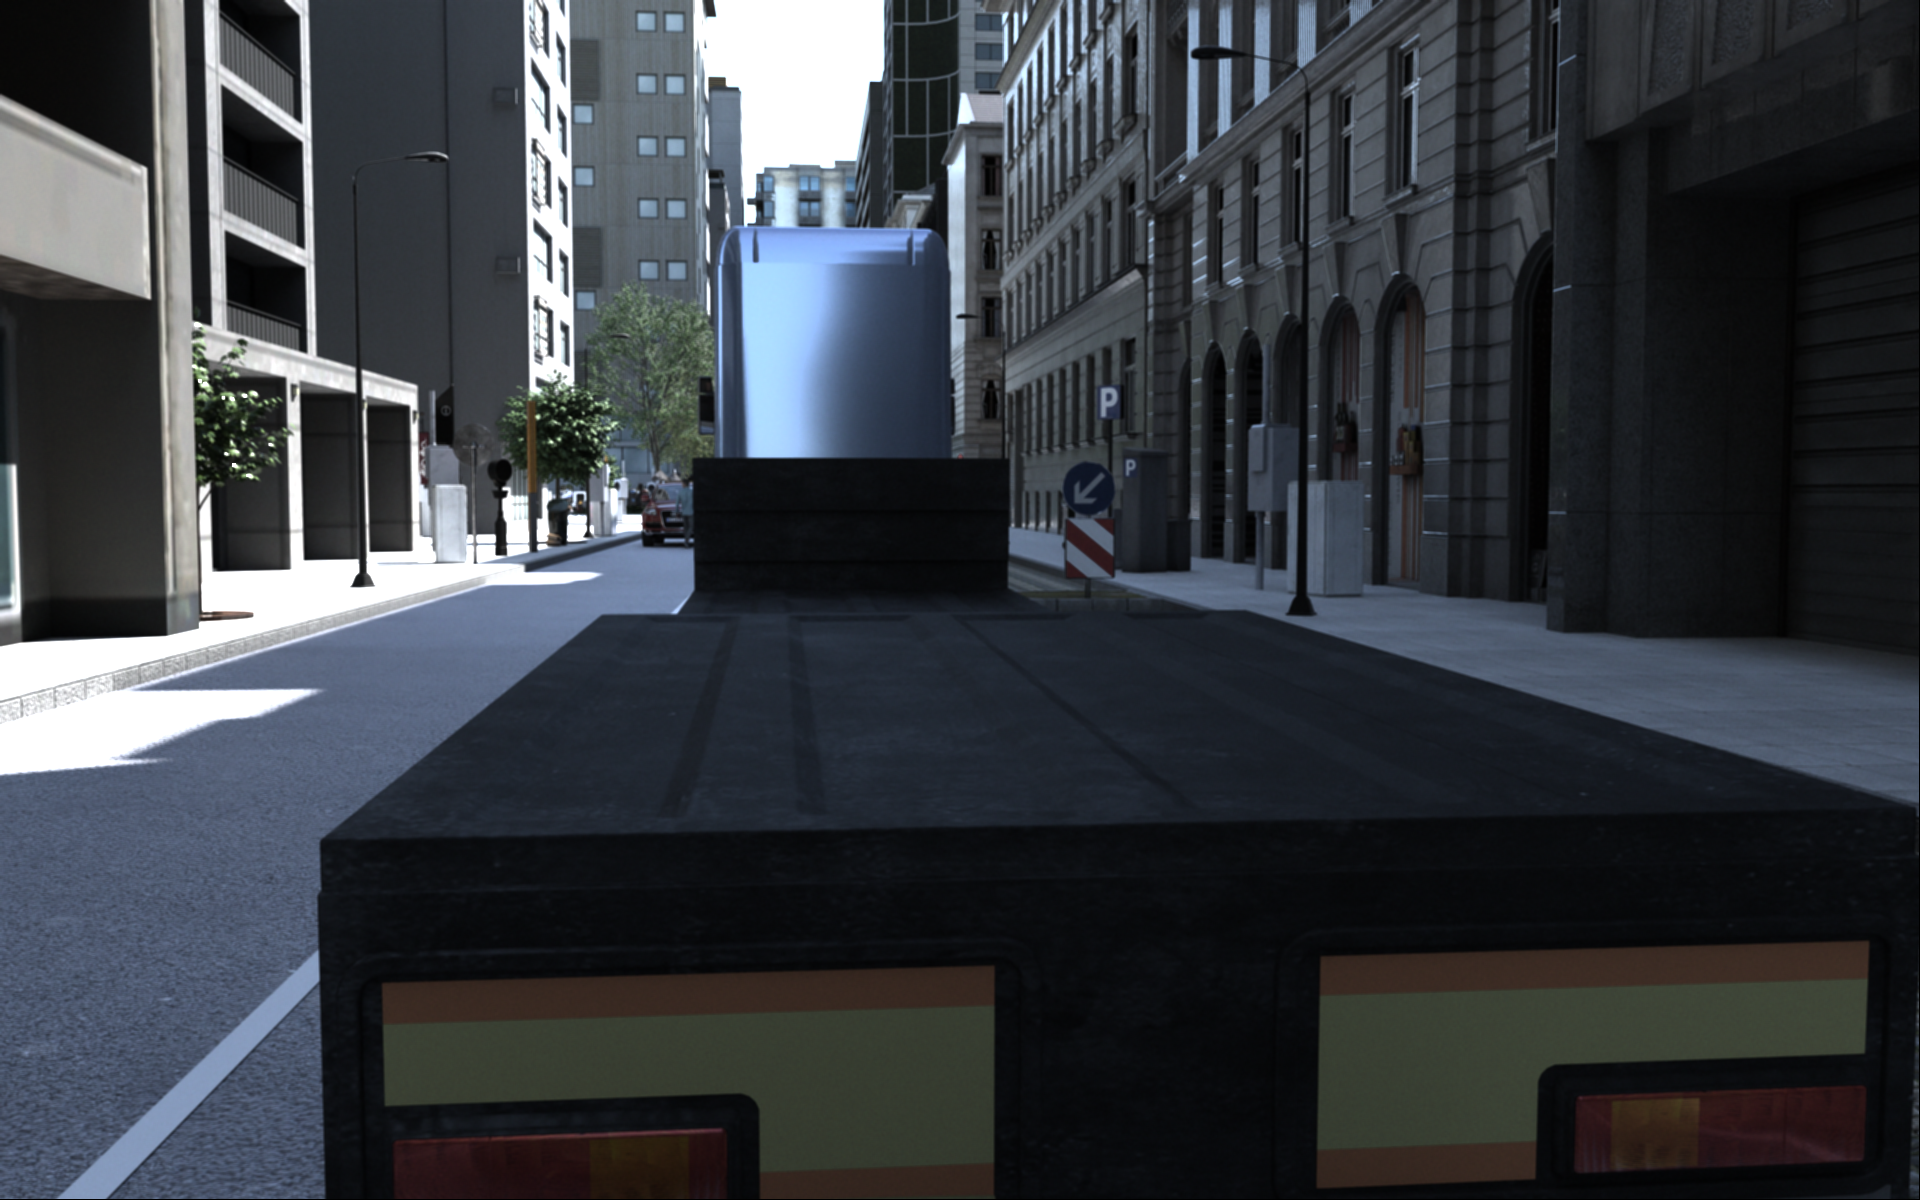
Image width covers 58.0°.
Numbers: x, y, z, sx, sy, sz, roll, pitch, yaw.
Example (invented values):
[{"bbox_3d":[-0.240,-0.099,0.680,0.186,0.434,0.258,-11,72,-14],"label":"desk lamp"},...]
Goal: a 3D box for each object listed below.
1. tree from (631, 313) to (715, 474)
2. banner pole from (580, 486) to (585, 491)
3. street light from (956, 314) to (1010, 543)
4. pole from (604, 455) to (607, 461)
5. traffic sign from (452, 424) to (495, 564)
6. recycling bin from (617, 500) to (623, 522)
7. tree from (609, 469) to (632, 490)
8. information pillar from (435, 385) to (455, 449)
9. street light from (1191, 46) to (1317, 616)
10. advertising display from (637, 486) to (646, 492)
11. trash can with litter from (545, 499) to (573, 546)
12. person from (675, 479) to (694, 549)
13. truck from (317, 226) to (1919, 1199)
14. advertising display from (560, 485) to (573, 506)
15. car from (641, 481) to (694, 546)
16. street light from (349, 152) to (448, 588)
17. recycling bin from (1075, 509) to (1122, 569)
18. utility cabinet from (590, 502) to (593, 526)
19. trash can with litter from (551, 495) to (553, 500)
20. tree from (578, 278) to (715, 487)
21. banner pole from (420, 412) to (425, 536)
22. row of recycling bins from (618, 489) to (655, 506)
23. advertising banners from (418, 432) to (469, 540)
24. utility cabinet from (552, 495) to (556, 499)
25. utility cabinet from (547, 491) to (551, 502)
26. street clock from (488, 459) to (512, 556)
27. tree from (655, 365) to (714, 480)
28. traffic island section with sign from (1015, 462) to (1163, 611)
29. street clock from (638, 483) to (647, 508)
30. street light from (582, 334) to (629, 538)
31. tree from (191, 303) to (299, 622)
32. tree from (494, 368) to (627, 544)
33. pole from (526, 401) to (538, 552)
[{"bbox_3d":[-16.713,-11.657,108.723,7.486,12.596,7.792,0,3,0],"label":"tree"},{"bbox_3d":[-30.463,-9.179,140.090,0.401,3.779,0.863,2,4,28],"label":"banner pole"},{"bbox_3d":[0.596,-4.422,44.840,1.470,5.913,1.316,0,4,-5],"label":"street light"},{"bbox_3d":[-18.707,-5.967,91.407,0.158,3.312,0.155,0,3,0],"label":"pole"},{"bbox_3d":[-8.849,-1.922,31.529,0.768,2.556,0.104,0,4,-1],"label":"traffic sign"},{"bbox_3d":[-15.815,-4.063,78.977,0.722,1.027,0.722,-2,4,-31],"label":"recycling bin"},{"bbox_3d":[-26.521,-8.631,135.719,1.663,3.219,1.824,0,3,0],"label":"tree"},{"bbox_3d":[-11.080,-2.806,37.225,0.504,3.616,0.183,0,4,5],"label":"information pillar"},{"bbox_3d":[3.087,-2.791,18.173,1.470,5.913,1.316,0,4,-5],"label":"street light"},{"bbox_3d":[-26.000,-8.319,141.226,0.974,1.923,0.123,3,5,42],"label":"advertising display"},{"bbox_3d":[-9.927,-1.924,42.838,0.624,1.170,1.055,0,4,-6],"label":"trash can with litter"},{"bbox_3d":[-7.238,-2.286,45.739,0.638,1.841,0.748,1,4,18],"label":"person"},{"bbox_3d":[-0.674,-1.347,11.787,2.967,4.110,18.799,0,4,-6],"label":"truck"},{"bbox_3d":[-28.197,-7.275,124.165,0.974,1.923,0.123,1,4,14],"label":"advertising display"},{"bbox_3d":[-7.821,-2.474,49.116,2.281,1.827,5.304,0,4,-5],"label":"car"},{"bbox_3d":[-7.662,-3.127,23.668,1.470,5.913,1.316,0,4,-5],"label":"street light"},{"bbox_3d":[2.439,-1.057,29.843,0.722,1.027,0.722,2,4,28],"label":"recycling bin"},{"bbox_3d":[-14.696,-3.587,69.813,0.306,1.237,1.020,-2,4,-25],"label":"utility cabinet"},{"bbox_3d":[-30.662,-7.212,128.972,2.233,1.210,1.678,-1,4,-23],"label":"trash can with litter"},{"bbox_3d":[-14.971,-9.731,84.851,9.928,11.665,9.643,0,3,0],"label":"tree"},{"bbox_3d":[-16.534,-3.829,52.622,0.863,3.779,0.401,-2,4,-35],"label":"banner pole"},{"bbox_3d":[-24.289,-7.559,130.695,3.534,1.692,1.069,-1,4,-18],"label":"row of recycling bins"},{"bbox_3d":[-14.484,-3.194,48.413,2.074,3.025,0.090,2,4,34],"label":"advertising banners"},{"bbox_3d":[-29.018,-7.002,125.643,1.020,1.237,0.306,0,4,7],"label":"utility cabinet"},{"bbox_3d":[-30.616,-7.251,127.233,1.173,1.500,0.318,1,4,10],"label":"utility cabinet"},{"bbox_3d":[-9.505,-1.912,35.831,0.358,2.002,0.471,2,4,33],"label":"street clock"},{"bbox_3d":[-15.588,-9.104,99.215,4.737,8.622,4.395,0,3,0],"label":"tree"},{"bbox_3d":[1.399,-0.812,21.912,1.989,1.847,2.006,0,4,-5],"label":"traffic island section with sign"},{"bbox_3d":[-21.208,-6.756,115.038,0.358,2.002,0.471,0,4,1],"label":"street clock"},{"bbox_3d":[-10.287,-4.757,50.322,1.470,5.913,1.316,0,4,-5],"label":"street light"},{"bbox_3d":[-7.773,-1.408,17.627,1.663,3.219,1.824,0,3,0],"label":"tree"},{"bbox_3d":[-10.460,-3.774,45.414,4.285,4.588,4.351,0,3,0],"label":"tree"},{"bbox_3d":[-9.400,-2.703,38.040,0.158,3.312,0.155,0,3,0],"label":"pole"}]
